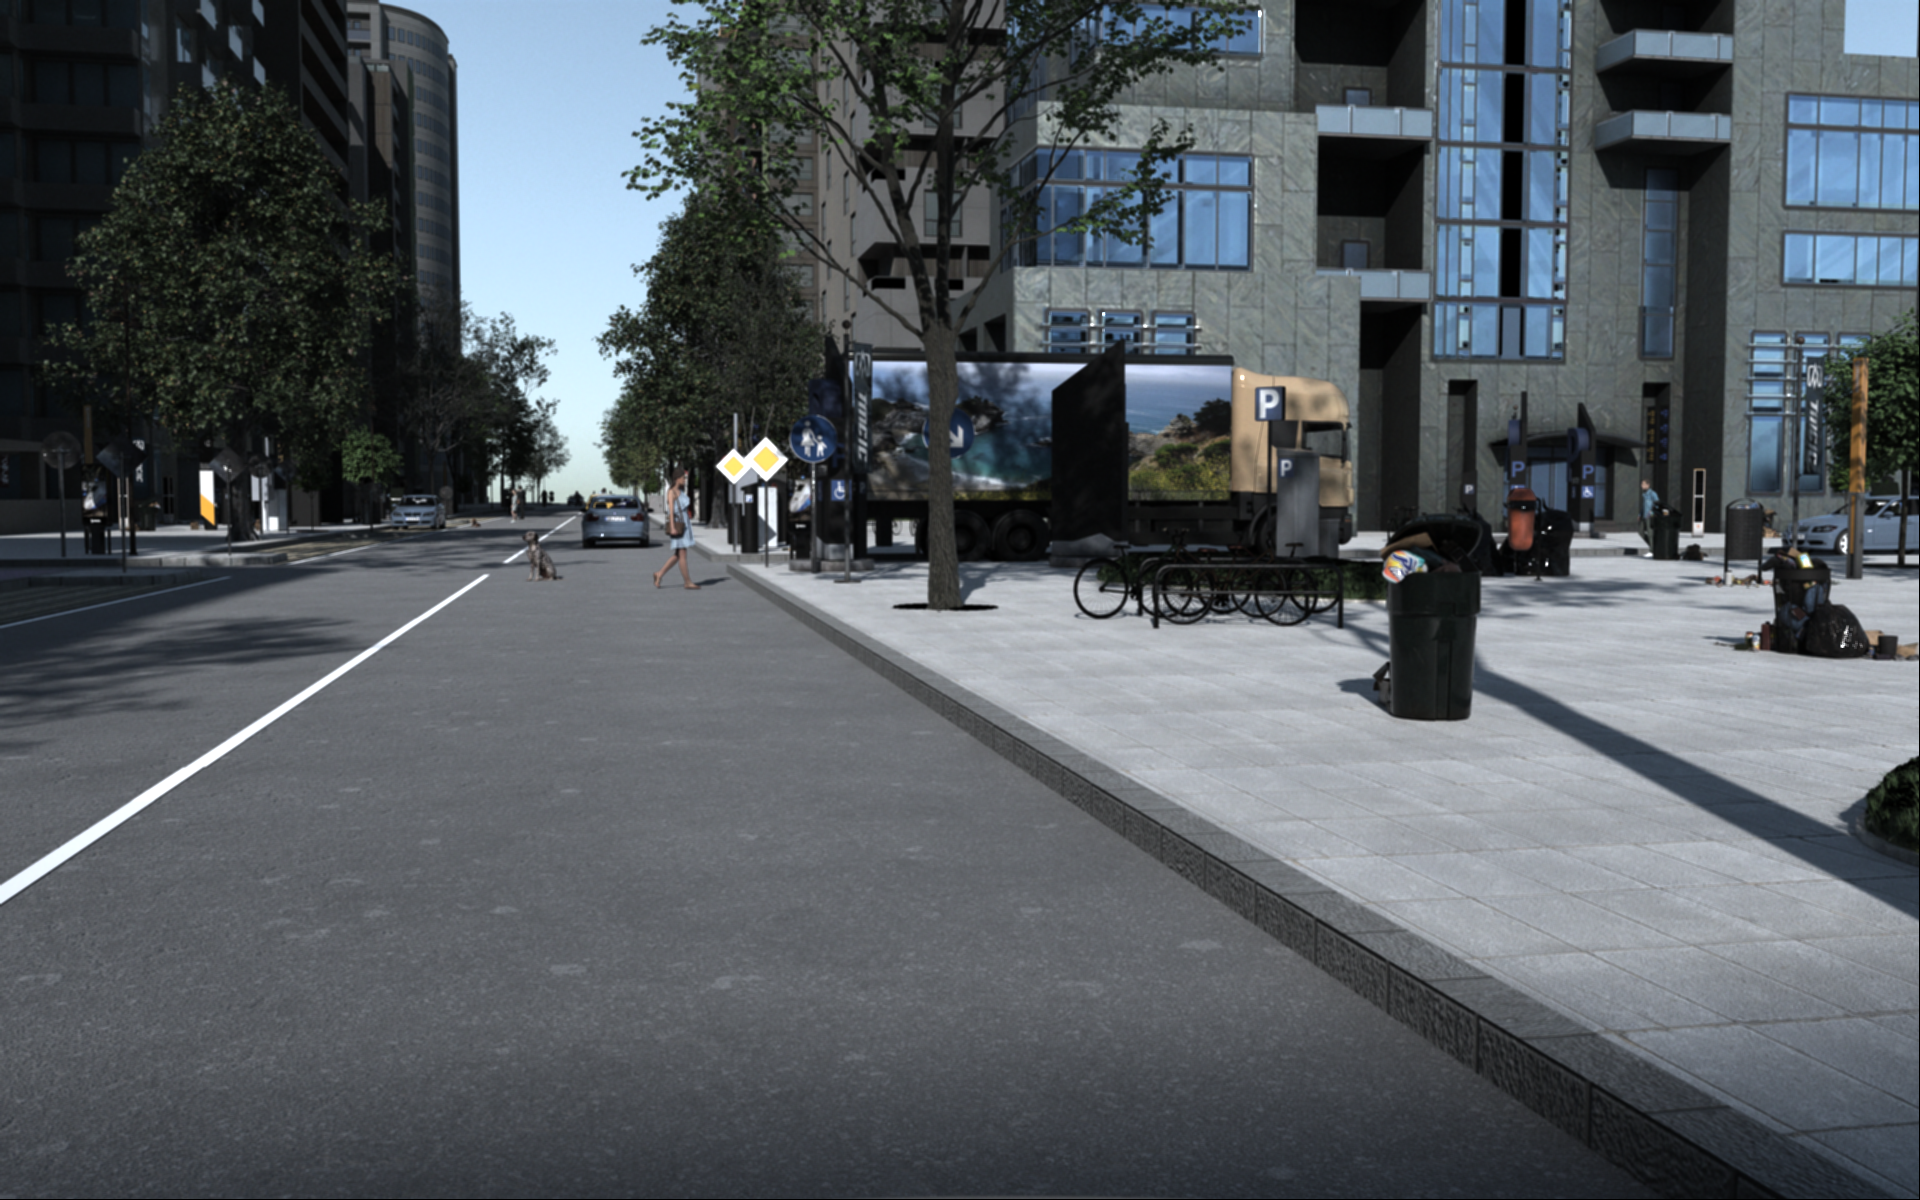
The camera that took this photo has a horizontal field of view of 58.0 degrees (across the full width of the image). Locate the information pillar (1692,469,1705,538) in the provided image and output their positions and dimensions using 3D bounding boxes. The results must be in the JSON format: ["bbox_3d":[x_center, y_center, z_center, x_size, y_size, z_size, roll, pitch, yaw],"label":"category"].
[{"bbox_3d":[21.758,-2.847,51.034,0.304,2.012,0.304,1,4,18],"label":"information pillar"}]

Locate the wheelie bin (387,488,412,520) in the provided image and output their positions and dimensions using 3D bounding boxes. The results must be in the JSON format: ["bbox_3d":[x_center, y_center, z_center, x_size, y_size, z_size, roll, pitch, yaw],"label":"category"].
[{"bbox_3d":[-27.884,-4.765,85.810,0.980,1.594,0.693,0,4,-3],"label":"wheelie bin"}]

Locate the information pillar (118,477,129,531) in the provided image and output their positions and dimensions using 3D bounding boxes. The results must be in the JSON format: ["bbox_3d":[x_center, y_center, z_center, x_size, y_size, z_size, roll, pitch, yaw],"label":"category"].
[{"bbox_3d":[-29.041,-3.402,60.120,0.304,2.012,0.304,-2,4,-27],"label":"information pillar"}]

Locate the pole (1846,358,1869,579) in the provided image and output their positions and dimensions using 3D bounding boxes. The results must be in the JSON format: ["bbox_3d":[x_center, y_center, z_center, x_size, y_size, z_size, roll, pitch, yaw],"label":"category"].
[{"bbox_3d":[13.482,-1.968,26.016,0.158,3.312,0.155,0,3,0],"label":"pole"}]

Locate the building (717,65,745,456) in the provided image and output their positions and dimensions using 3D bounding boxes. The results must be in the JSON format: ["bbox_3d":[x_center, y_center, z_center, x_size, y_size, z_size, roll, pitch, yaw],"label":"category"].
[{"bbox_3d":[-16.819,-32.008,173.438,14.600,45.320,14.200,-1,4,-11],"label":"building"}]

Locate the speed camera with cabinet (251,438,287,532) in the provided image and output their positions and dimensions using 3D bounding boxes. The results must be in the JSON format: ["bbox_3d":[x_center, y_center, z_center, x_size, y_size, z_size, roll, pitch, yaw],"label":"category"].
[{"bbox_3d":[-23.721,-3.982,59.448,0.660,3.252,2.038,0,4,-4],"label":"speed camera with cabinet"}]

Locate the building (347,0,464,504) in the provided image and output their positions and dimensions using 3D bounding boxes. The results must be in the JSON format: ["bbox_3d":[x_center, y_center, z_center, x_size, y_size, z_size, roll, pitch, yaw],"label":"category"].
[{"bbox_3d":[-72.171,-40.750,208.269,21.231,58.520,28.212,-1,4,-11],"label":"building"}]

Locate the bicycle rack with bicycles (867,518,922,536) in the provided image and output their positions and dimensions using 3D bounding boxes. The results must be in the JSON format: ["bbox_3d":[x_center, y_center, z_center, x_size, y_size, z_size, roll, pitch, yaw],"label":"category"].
[{"bbox_3d":[-1.602,-2.451,53.463,2.852,0.926,2.925,1,4,23],"label":"bicycle rack with bicycles"}]

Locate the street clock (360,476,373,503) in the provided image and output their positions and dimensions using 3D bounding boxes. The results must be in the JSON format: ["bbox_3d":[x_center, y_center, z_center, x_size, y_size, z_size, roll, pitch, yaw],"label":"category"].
[{"bbox_3d":[-24.349,-4.069,71.095,0.358,2.002,0.471,2,4,31],"label":"street clock"}]

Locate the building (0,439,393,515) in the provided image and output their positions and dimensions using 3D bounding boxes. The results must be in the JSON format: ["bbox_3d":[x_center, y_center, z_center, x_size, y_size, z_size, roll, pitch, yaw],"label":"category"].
[{"bbox_3d":[-62.652,-27.217,136.879,32.217,40.220,23.993,-1,4,-11],"label":"building"}]

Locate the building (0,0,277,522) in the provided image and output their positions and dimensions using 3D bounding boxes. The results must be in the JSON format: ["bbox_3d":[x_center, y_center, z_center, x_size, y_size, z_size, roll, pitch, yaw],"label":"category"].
[{"bbox_3d":[-49.072,-28.715,89.096,23.786,49.044,30.456,-1,4,-11],"label":"building"}]

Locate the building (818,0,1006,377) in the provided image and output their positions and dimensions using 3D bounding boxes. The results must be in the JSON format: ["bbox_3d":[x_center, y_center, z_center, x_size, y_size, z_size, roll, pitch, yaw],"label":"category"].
[{"bbox_3d":[6.767,-31.179,99.010,28.713,52.752,27.495,-1,4,-11],"label":"building"}]

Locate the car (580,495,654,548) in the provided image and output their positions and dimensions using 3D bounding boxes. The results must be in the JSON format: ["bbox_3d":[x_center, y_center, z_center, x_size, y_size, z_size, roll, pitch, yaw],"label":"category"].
[{"bbox_3d":[-9.370,-2.157,47.266,2.014,1.417,4.499,-1,4,-10],"label":"car"}]

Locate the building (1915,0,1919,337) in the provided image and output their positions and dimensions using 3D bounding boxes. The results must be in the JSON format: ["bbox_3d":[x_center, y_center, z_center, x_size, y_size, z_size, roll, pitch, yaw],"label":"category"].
[{"bbox_3d":[45.603,-23.172,62.449,14.086,41.232,14.154,-1,4,-11],"label":"building"}]

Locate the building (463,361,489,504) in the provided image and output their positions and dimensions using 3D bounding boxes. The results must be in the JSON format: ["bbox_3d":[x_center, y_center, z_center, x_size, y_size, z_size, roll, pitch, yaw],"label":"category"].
[{"bbox_3d":[-80.031,-24.000,237.439,27.650,21.520,28.899,-1,4,-11],"label":"building"}]

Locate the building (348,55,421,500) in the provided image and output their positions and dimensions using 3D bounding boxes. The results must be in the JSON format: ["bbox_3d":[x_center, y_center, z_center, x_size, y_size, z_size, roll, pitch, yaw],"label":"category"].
[{"bbox_3d":[-57.341,-28.976,157.356,14.154,41.232,14.086,-1,4,-11],"label":"building"}]

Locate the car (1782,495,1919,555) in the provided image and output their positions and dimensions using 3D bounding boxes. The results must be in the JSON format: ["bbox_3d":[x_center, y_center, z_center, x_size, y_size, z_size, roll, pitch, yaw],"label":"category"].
[{"bbox_3d":[21.488,-1.737,40.408,4.499,1.417,2.014,-1,4,-11],"label":"car"}]

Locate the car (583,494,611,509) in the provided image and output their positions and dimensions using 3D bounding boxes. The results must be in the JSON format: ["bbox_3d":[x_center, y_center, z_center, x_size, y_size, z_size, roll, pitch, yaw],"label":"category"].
[{"bbox_3d":[-19.599,-5.167,94.704,2.015,1.641,3.980,-1,4,-13],"label":"car"}]

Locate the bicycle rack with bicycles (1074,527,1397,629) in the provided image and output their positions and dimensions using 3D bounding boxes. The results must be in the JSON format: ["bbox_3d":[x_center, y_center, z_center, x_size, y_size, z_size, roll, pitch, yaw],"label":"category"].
[{"bbox_3d":[2.614,-0.254,17.539,2.925,0.926,2.852,0,4,2],"label":"bicycle rack with bicycles"}]

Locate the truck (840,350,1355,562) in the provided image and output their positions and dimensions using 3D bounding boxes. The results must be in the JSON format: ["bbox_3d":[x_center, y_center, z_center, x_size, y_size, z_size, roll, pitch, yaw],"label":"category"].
[{"bbox_3d":[3.085,-2.867,35.796,11.283,4.237,2.839,-1,4,-10],"label":"truck"}]

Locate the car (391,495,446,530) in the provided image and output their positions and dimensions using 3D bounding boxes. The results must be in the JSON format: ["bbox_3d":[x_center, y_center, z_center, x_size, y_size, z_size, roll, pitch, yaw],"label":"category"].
[{"bbox_3d":[-21.912,-3.559,70.198,2.014,1.417,4.499,-1,4,-10],"label":"car"}]

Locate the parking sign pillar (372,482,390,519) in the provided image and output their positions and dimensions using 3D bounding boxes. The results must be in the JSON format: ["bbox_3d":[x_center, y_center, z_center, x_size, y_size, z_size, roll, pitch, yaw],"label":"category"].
[{"bbox_3d":[-30.237,-6.228,90.308,1.447,3.967,1.447,0,4,5],"label":"parking sign pillar"}]

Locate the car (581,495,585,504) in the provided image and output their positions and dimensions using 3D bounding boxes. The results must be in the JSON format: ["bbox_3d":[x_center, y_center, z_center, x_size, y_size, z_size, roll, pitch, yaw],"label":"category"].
[{"bbox_3d":[-54.104,-14.219,245.065,1.945,1.354,3.894,-1,4,-12],"label":"car"}]

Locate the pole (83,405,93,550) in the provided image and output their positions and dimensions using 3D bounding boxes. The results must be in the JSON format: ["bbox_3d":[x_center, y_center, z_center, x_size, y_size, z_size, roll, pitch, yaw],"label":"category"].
[{"bbox_3d":[-20.006,-2.810,39.795,0.158,3.312,0.155,0,3,0],"label":"pole"}]

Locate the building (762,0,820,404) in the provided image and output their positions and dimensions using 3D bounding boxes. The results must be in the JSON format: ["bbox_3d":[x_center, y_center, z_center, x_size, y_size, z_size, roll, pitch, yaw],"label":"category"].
[{"bbox_3d":[-7.996,-27.360,130.925,14.154,41.232,14.086,-1,4,-11],"label":"building"}]

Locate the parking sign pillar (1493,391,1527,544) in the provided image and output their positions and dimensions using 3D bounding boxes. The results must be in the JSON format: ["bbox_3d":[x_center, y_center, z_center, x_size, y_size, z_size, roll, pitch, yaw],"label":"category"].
[{"bbox_3d":[14.473,-3.454,44.941,1.447,3.967,1.447,1,4,17],"label":"parking sign pillar"}]

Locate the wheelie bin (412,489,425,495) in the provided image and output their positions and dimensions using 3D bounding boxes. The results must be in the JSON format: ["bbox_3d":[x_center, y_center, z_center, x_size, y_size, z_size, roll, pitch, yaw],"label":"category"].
[{"bbox_3d":[-33.763,-6.118,107.937,0.980,1.594,0.693,0,4,5],"label":"wheelie bin"}]

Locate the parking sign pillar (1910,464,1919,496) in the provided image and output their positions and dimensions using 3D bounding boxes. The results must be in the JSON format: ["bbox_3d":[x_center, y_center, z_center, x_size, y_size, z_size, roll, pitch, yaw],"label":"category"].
[{"bbox_3d":[40.880,-5.232,74.018,1.447,3.967,1.447,2,4,29],"label":"parking sign pillar"}]

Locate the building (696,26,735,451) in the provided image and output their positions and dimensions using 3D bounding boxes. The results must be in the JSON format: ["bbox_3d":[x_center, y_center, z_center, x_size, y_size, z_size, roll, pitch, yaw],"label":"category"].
[{"bbox_3d":[-23.714,-41.915,227.310,21.231,58.520,28.212,-1,4,-11],"label":"building"}]

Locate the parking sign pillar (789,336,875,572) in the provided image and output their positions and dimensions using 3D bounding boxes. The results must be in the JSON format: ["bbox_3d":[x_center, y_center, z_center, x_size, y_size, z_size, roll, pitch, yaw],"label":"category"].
[{"bbox_3d":[-2.161,-2.483,29.065,1.447,3.967,1.447,-1,4,-18],"label":"parking sign pillar"}]

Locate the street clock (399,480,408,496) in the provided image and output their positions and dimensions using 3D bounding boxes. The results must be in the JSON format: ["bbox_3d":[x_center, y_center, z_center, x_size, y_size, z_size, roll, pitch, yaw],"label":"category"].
[{"bbox_3d":[-27.947,-5.046,87.069,0.471,2.002,0.358,3,5,41],"label":"street clock"}]

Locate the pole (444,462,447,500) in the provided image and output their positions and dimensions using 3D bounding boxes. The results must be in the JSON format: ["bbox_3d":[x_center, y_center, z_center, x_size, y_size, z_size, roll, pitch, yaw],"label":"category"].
[{"bbox_3d":[-32.262,-7.016,108.562,0.158,3.312,0.155,0,3,0],"label":"pole"}]

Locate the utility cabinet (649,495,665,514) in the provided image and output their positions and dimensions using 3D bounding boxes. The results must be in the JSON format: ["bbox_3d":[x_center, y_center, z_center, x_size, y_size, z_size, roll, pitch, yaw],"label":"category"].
[{"bbox_3d":[-19.264,-6.050,110.083,0.306,1.237,1.020,3,5,43],"label":"utility cabinet"}]

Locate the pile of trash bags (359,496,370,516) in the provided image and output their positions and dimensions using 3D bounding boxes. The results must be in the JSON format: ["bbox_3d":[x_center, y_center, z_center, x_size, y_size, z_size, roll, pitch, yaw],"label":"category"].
[{"bbox_3d":[-34.764,-5.569,100.803,1.912,1.369,3.447,-2,4,-30],"label":"pile of trash bags"}]

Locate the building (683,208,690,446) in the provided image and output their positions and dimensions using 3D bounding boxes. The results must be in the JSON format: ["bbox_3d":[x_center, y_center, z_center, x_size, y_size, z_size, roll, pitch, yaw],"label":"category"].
[{"bbox_3d":[-34.665,-37.484,262.967,14.600,45.320,14.200,-1,4,-11],"label":"building"}]

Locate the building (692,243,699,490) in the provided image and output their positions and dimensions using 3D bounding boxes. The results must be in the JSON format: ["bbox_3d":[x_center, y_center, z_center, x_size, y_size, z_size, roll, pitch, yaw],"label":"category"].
[{"bbox_3d":[-31.785,-34.527,248.117,14.154,41.232,14.086,-1,4,-11],"label":"building"}]

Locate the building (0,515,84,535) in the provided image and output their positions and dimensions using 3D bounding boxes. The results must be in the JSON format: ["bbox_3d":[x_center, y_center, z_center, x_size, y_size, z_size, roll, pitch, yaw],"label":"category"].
[{"bbox_3d":[-46.470,-22.135,53.784,32.217,40.220,23.993,-1,4,-11],"label":"building"}]

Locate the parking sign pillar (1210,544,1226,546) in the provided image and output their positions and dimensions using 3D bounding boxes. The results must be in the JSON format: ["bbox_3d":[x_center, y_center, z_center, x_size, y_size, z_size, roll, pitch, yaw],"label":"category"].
[{"bbox_3d":[6.946,-3.347,43.193,1.447,3.967,1.447,2,4,29],"label":"parking sign pillar"}]

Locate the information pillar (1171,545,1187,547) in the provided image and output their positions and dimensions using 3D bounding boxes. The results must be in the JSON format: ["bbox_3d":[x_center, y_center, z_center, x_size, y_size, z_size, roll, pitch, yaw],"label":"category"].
[{"bbox_3d":[5.268,-3.104,42.109,0.504,3.616,0.183,2,4,30],"label":"information pillar"}]

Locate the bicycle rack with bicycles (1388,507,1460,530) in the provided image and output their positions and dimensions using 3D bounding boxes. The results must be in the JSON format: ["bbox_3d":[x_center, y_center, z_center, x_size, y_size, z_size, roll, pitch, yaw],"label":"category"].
[{"bbox_3d":[12.787,-2.077,47.345,2.925,0.926,2.852,-2,4,-32],"label":"bicycle rack with bicycles"}]

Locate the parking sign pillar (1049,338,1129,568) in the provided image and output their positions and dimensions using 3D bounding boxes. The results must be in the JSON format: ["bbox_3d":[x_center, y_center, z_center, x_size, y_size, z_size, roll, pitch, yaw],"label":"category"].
[{"bbox_3d":[2.289,-2.569,30.468,1.447,3.967,1.447,1,4,22],"label":"parking sign pillar"}]

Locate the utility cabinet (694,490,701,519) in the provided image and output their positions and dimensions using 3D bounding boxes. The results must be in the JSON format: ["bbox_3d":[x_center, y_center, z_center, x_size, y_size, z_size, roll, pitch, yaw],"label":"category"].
[{"bbox_3d":[-12.947,-4.802,87.192,0.318,1.500,1.173,1,4,20],"label":"utility cabinet"}]

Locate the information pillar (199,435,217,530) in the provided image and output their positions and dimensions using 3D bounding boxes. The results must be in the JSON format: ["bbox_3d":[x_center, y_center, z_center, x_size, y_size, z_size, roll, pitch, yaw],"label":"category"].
[{"bbox_3d":[-26.577,-4.270,61.164,0.504,3.616,0.183,0,4,-1],"label":"information pillar"}]

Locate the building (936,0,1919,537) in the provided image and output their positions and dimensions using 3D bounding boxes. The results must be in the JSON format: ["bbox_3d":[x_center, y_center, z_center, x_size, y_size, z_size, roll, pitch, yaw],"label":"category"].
[{"bbox_3d":[14.502,-45.755,60.774,31.000,86.520,22.319,-1,4,-11],"label":"building"}]

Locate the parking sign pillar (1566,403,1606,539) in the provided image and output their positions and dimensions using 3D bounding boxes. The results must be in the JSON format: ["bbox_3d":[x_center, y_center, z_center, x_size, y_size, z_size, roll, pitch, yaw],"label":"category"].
[{"bbox_3d":[18.129,-3.796,50.540,1.447,3.967,1.447,0,4,3],"label":"parking sign pillar"}]

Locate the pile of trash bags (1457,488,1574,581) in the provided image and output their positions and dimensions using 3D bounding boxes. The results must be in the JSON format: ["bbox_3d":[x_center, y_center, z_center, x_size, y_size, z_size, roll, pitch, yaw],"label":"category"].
[{"bbox_3d":[8.618,-1.062,27.110,1.912,1.369,3.447,1,4,10],"label":"pile of trash bags"}]

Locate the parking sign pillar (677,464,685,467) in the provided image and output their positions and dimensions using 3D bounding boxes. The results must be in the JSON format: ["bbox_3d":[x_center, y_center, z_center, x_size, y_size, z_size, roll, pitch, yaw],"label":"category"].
[{"bbox_3d":[-17.447,-7.388,109.259,1.447,3.967,1.447,-2,4,-29],"label":"parking sign pillar"}]

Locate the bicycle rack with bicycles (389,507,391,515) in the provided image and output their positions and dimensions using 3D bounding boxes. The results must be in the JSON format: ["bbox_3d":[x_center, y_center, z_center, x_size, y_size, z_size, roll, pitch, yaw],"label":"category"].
[{"bbox_3d":[-32.145,-5.452,102.527,2.925,0.926,2.852,-2,4,-31],"label":"bicycle rack with bicycles"}]

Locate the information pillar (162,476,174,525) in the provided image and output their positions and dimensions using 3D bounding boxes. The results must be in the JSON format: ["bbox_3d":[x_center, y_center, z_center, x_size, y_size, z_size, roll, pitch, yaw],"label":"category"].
[{"bbox_3d":[-32.655,-4.095,71.440,0.304,2.012,0.304,1,4,11],"label":"information pillar"}]

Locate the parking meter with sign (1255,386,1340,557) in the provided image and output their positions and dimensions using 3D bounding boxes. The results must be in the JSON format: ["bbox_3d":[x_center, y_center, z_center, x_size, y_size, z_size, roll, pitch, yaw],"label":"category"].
[{"bbox_3d":[5.652,-1.990,28.798,1.738,3.016,0.543,-3,5,-43],"label":"parking meter with sign"}]

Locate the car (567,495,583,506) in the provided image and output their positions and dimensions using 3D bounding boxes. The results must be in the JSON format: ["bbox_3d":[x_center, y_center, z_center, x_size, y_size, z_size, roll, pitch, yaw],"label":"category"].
[{"bbox_3d":[-47.339,-12.251,212.880,1.945,1.354,3.894,-1,4,-11],"label":"car"}]

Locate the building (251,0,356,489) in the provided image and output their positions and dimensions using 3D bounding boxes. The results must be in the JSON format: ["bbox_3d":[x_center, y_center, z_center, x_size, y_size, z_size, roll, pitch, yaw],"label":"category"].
[{"bbox_3d":[-53.280,-30.067,115.302,21.300,48.544,21.600,-1,4,-11],"label":"building"}]

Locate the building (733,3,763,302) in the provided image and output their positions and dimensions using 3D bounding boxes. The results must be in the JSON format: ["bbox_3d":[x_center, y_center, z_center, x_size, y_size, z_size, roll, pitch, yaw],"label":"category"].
[{"bbox_3d":[-8.489,-30.494,153.207,22.147,44.769,28.867,-1,4,-11],"label":"building"}]

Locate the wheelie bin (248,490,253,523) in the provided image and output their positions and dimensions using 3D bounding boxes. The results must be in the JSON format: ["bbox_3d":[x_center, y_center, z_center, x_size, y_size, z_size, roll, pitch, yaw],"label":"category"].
[{"bbox_3d":[-30.479,-4.019,73.611,0.980,1.594,0.693,3,4,37],"label":"wheelie bin"}]

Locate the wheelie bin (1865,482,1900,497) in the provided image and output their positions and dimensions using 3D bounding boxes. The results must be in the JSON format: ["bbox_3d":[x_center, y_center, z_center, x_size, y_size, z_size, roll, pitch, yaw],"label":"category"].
[{"bbox_3d":[24.076,-2.282,45.220,0.980,1.594,0.693,1,4,16],"label":"wheelie bin"}]
